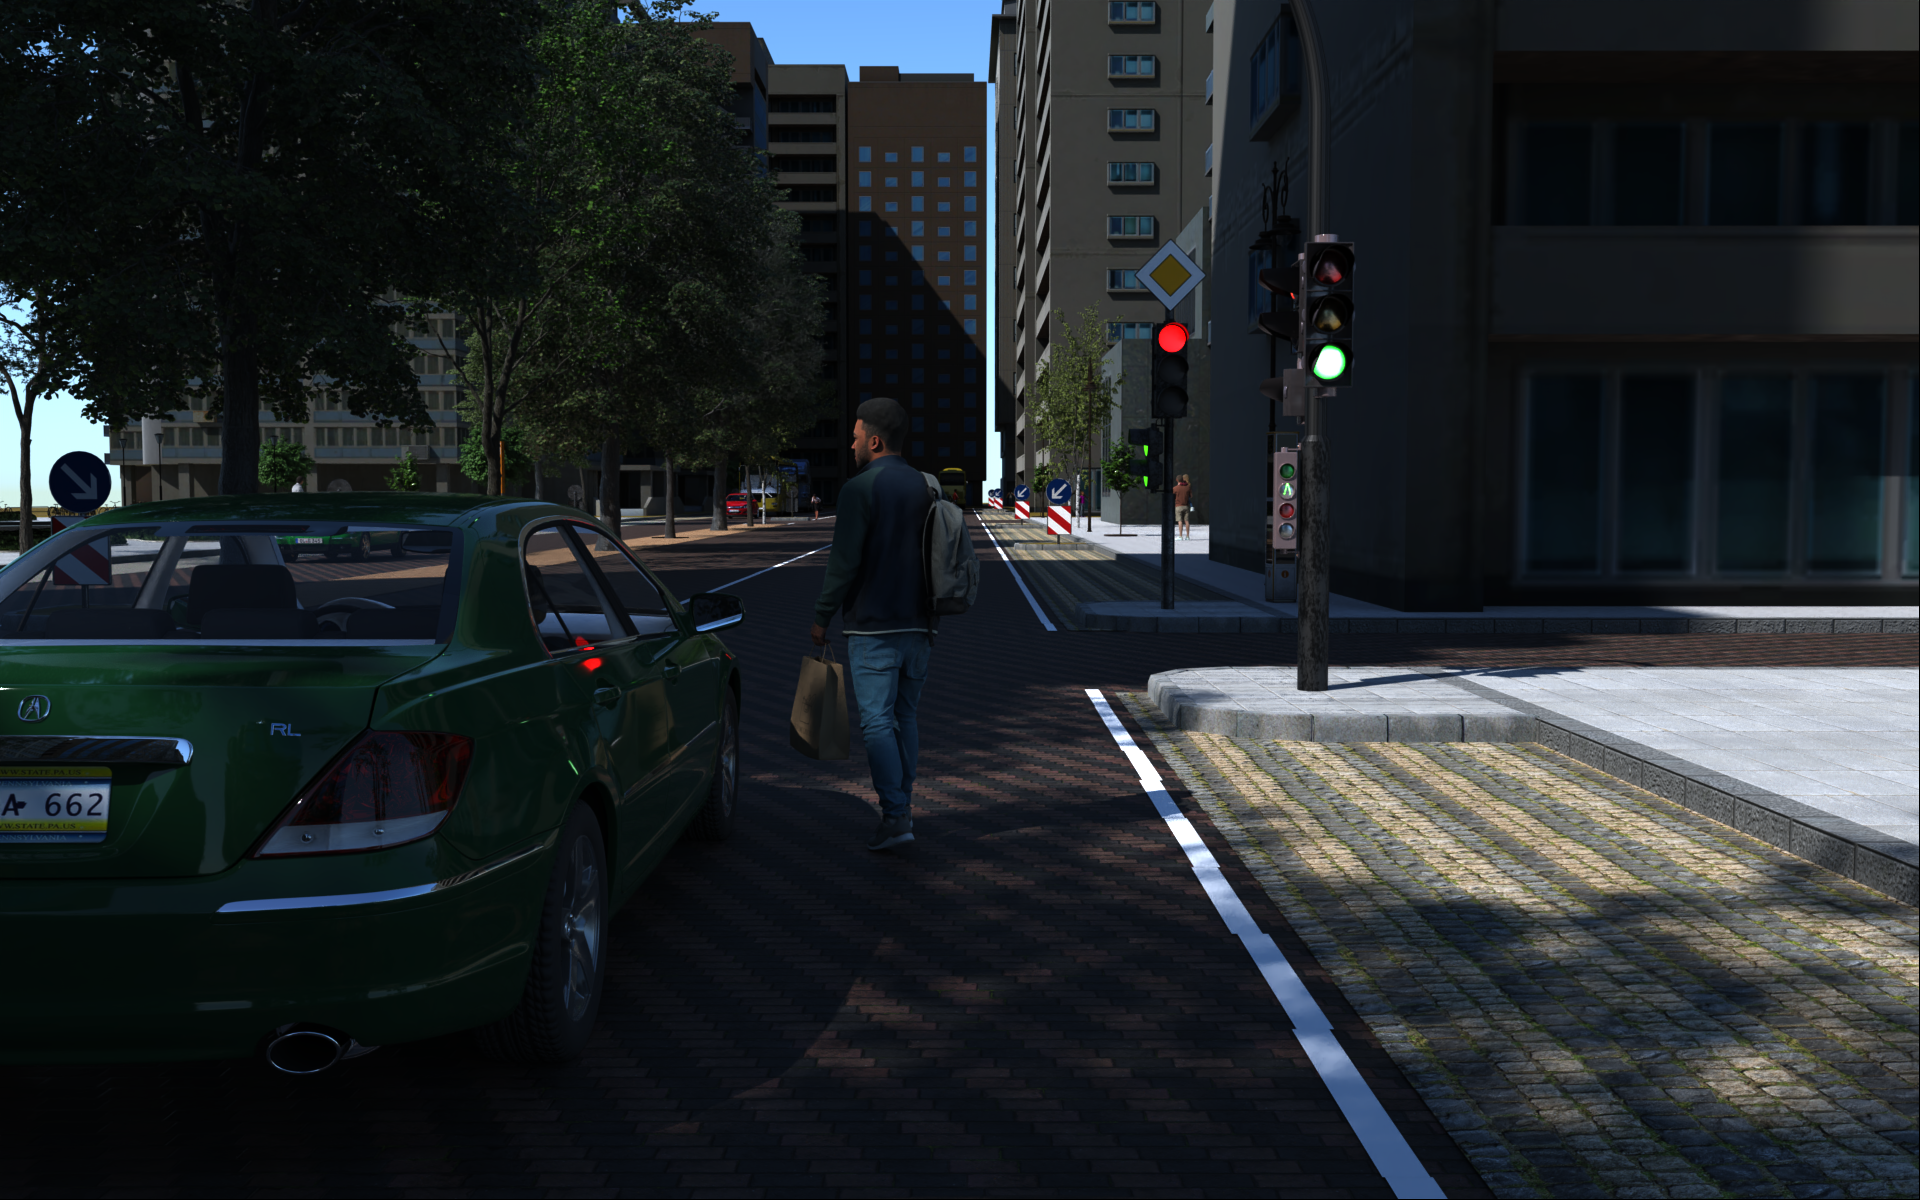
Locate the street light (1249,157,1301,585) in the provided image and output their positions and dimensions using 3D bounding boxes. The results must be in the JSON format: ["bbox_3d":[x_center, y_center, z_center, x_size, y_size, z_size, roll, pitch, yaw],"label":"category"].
[{"bbox_3d":[4.375,-3.145,24.216,0.468,5.910,1.993,0,3,0],"label":"street light"}]

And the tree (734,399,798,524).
[{"bbox_3d":[-9.339,-7.931,82.498,4.737,8.622,4.395,0,3,0],"label":"tree"}]

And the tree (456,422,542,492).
[{"bbox_3d":[-18.951,-5.347,71.139,4.285,4.588,4.351,0,3,0],"label":"tree"}]

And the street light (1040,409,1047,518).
[{"bbox_3d":[4.494,-7.387,93.569,0.468,5.910,1.993,0,3,0],"label":"street light"}]

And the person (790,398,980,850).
[{"bbox_3d":[-0.340,0.086,7.080,0.794,1.824,0.713,-1,4,-21],"label":"person"}]

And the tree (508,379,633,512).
[{"bbox_3d":[-19.637,-9.471,89.259,7.601,10.594,8.767,1,4,15],"label":"tree"}]

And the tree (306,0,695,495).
[{"bbox_3d":[-8.992,-6.427,33.291,9.928,11.665,9.643,0,3,0],"label":"tree"}]

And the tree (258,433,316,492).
[{"bbox_3d":[-36.203,-6.662,92.642,4.285,4.588,4.351,0,3,0],"label":"tree"}]

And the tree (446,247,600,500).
[{"bbox_3d":[-19.629,-9.838,78.986,7.486,12.596,7.792,0,3,0],"label":"tree"}]

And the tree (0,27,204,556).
[{"bbox_3d":[-19.121,-6.142,34.831,8.767,10.594,7.601,0,4,-5],"label":"tree"}]

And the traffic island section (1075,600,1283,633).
[{"bbox_3d":[2.342,0.179,19.360,2.009,0.180,2.903,0,3,0],"label":"traffic island section"}]

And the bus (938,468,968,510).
[{"bbox_3d":[-0.695,-10.512,163.409,2.896,3.916,12.252,0,4,0],"label":"bus"}]

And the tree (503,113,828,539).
[{"bbox_3d":[-9.316,-8.716,55.333,12.009,13.543,11.850,0,3,0],"label":"tree"}]

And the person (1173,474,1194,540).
[{"bbox_3d":[6.201,-2.570,48.034,0.573,1.828,0.580,2,4,29],"label":"person"}]

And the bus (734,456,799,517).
[{"bbox_3d":[-12.358,-7.390,112.375,2.896,3.916,12.252,0,4,1],"label":"bus"}]

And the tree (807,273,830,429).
[{"bbox_3d":[-9.407,-9.673,67.265,9.857,13.997,8.962,0,3,0],"label":"tree"}]

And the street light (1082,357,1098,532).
[{"bbox_3d":[4.397,-5.252,58.652,0.468,5.910,1.993,0,3,0],"label":"street light"}]

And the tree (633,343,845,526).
[{"bbox_3d":[-9.189,-8.521,76.181,8.767,10.594,7.601,0,3,0],"label":"tree"}]

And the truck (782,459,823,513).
[{"bbox_3d":[-12.853,-9.148,139.327,2.967,4.110,18.799,0,4,-1],"label":"truck"}]

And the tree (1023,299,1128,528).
[{"bbox_3d":[4.464,-7.077,66.068,4.737,8.622,4.395,0,3,0],"label":"tree"}]

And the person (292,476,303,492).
[{"bbox_3d":[-20.671,-2.936,53.892,0.795,1.843,0.661,-3,4,-36],"label":"person"}]

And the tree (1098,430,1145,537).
[{"bbox_3d":[5.031,-3.555,52.727,1.663,3.219,1.824,0,3,0],"label":"tree"}]

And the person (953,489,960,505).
[{"bbox_3d":[-0.325,-7.984,139.000,0.705,1.831,1.348,-1,4,-23],"label":"person"}]

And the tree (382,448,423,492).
[{"bbox_3d":[-22.538,-4.678,71.087,1.663,3.219,1.824,0,3,0],"label":"tree"}]

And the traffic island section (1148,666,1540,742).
[{"bbox_3d":[2.325,0.667,11.375,2.009,0.180,2.903,0,3,0],"label":"traffic island section"}]

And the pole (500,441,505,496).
[{"bbox_3d":[-17.701,-4.471,66.939,0.158,3.312,0.155,0,3,0],"label":"pole"}]

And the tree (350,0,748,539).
[{"bbox_3d":[-8.827,-8.201,43.193,9.857,13.997,8.962,0,3,0],"label":"tree"}]

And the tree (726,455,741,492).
[{"bbox_3d":[-19.027,-10.009,147.363,4.285,4.588,4.351,0,3,0],"label":"tree"}]

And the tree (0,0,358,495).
[{"bbox_3d":[-9.540,-6.940,22.587,9.857,13.997,8.962,0,3,0],"label":"tree"}]

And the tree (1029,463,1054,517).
[{"bbox_3d":[4.435,-6.256,96.890,1.663,3.219,1.824,0,3,0],"label":"tree"}]
